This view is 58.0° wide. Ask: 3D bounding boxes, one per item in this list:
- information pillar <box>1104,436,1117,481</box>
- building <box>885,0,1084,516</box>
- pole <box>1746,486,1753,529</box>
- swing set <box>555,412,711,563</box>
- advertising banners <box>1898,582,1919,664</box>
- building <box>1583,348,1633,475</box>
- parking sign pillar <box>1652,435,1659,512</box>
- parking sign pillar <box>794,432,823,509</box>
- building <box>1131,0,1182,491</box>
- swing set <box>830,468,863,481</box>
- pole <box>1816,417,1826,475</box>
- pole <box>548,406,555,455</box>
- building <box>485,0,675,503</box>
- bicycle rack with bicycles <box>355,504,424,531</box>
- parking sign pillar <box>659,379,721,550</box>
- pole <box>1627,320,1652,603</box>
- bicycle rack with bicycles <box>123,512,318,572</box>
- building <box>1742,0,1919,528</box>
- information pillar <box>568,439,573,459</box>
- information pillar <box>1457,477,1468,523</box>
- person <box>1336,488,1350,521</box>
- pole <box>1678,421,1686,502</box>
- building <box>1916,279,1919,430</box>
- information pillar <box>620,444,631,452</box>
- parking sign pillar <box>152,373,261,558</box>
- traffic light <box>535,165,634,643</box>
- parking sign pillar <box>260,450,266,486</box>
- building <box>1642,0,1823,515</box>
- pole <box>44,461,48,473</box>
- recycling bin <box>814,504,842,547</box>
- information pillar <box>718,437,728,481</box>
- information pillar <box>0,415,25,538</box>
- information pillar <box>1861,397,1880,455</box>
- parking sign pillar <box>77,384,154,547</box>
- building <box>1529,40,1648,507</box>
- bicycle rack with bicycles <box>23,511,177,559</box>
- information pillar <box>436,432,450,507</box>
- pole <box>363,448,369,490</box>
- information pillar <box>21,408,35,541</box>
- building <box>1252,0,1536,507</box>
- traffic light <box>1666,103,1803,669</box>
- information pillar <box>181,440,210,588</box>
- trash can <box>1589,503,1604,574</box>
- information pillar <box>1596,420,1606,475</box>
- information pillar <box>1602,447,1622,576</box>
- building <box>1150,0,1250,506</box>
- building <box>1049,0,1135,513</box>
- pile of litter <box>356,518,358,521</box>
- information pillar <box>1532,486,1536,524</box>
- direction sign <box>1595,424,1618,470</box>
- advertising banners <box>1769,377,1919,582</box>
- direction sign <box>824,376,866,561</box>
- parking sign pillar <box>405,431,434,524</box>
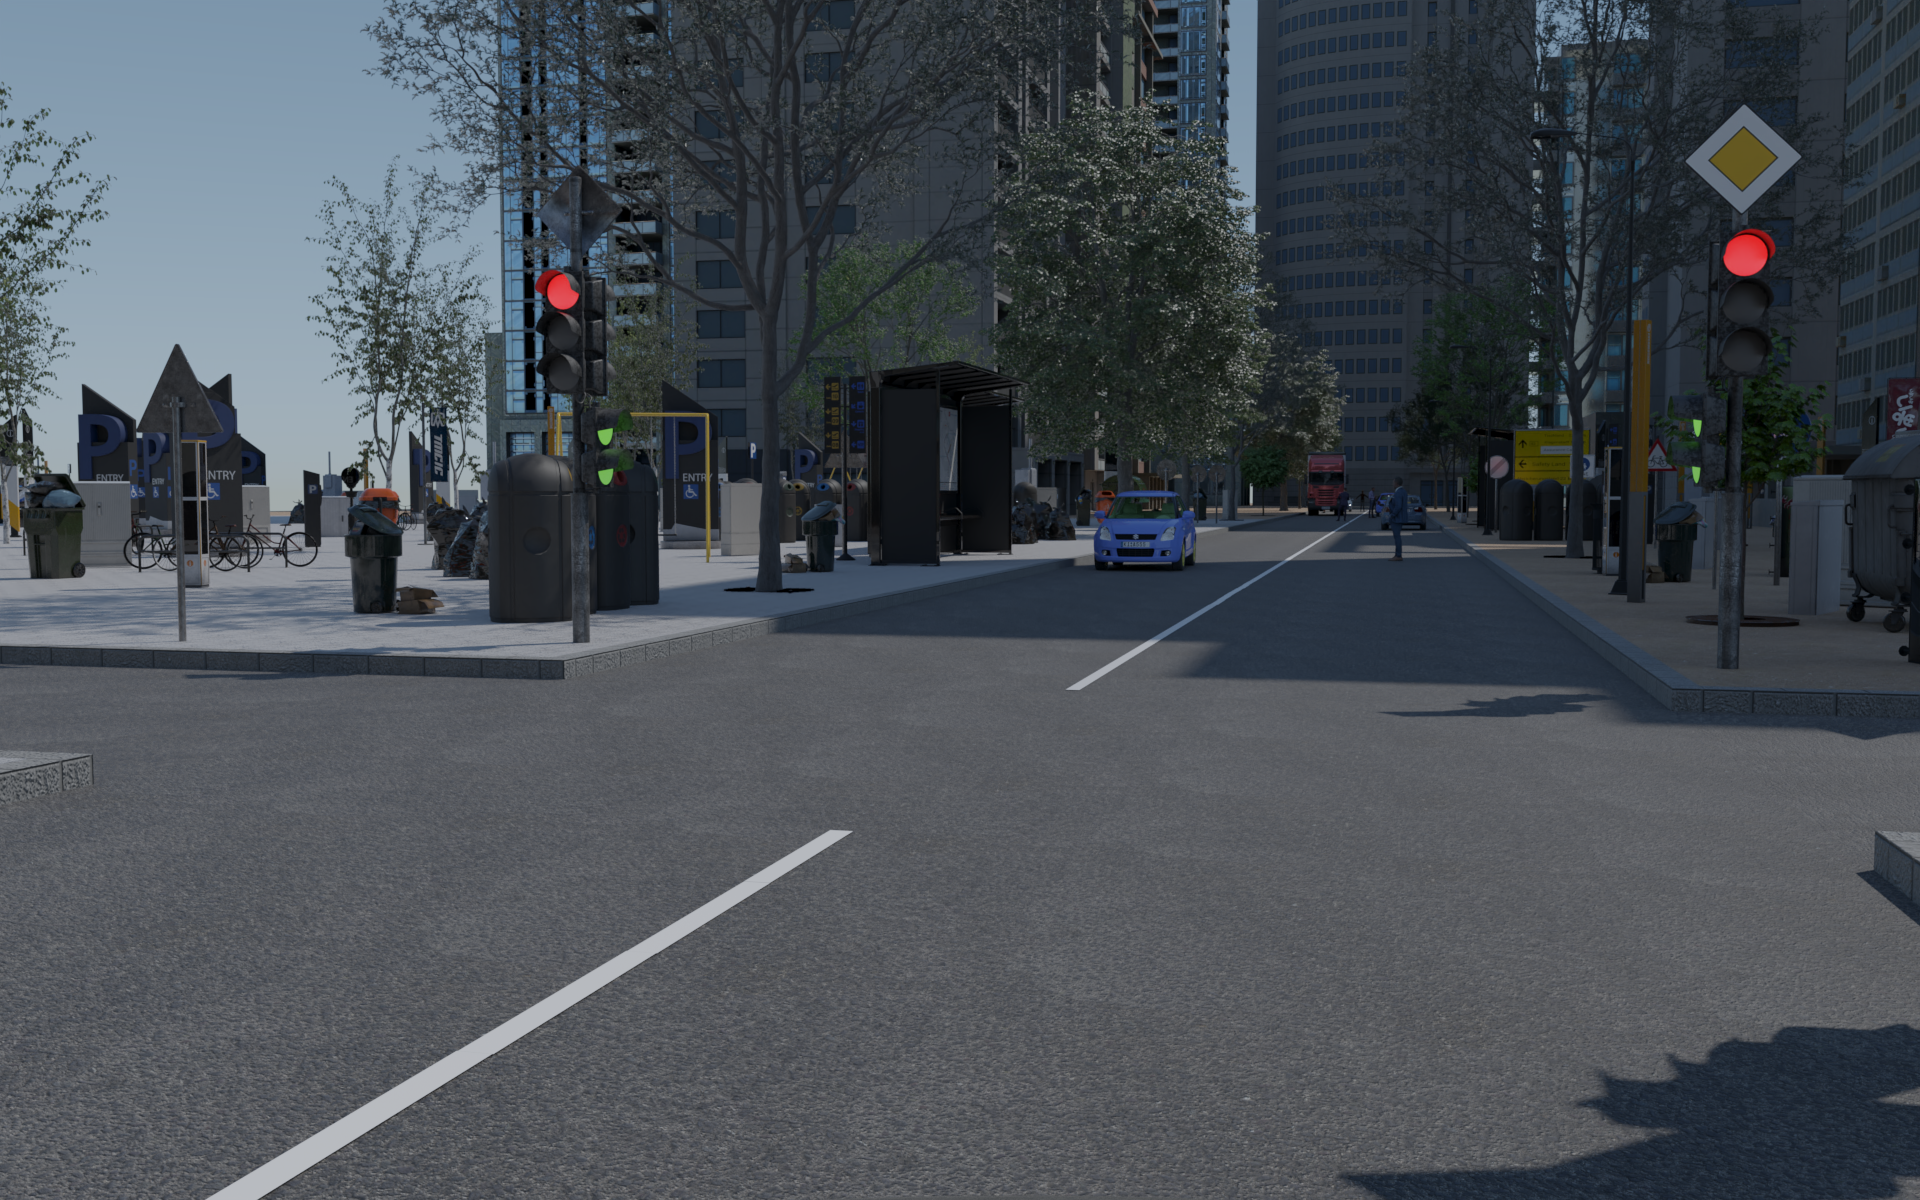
[{"bbox_3d":[5.473,-4.380,62.964,0.504,3.616,0.183,-1,4,-13],"label":"information pillar"},{"bbox_3d":[-3.442,-40.576,101.671,20.563,71.187,20.611,1,4,14],"label":"building"},{"bbox_3d":[29.093,-4.276,63.751,0.158,3.312,0.155,0,3,0],"label":"pole"},{"bbox_3d":[-6.415,-2.191,33.442,3.119,2.851,2.862,0,4,-8],"label":"swing set"},{"bbox_3d":[7.293,-0.978,12.170,0.090,3.025,2.074,0,4,-3],"label":"advertising banners"},{"bbox_3d":[59.467,-49.749,126.072,22.319,86.520,31.000,1,4,14],"label":"building"},{"bbox_3d":[31.396,-5.566,79.470,1.447,3.967,1.447,-1,4,-23],"label":"parking sign pillar"},{"bbox_3d":[-6.557,-5.295,75.045,1.447,3.967,1.447,3,4,37],"label":"parking sign pillar"},{"bbox_3d":[3.313,-30.078,146.406,28.867,44.769,22.147,1,4,14],"label":"building"},{"bbox_3d":[-4.893,-4.967,78.829,2.862,2.851,3.119,1,4,23],"label":"swing set"},{"bbox_3d":[22.711,-3.173,45.722,0.158,3.312,0.155,0,3,0],"label":"pole"},{"bbox_3d":[-9.514,-2.846,40.378,0.158,3.312,0.155,0,3,0],"label":"pole"},{"bbox_3d":[-26.017,-51.288,151.226,31.000,86.520,22.319,1,4,14],"label":"building"},{"bbox_3d":[-20.228,-2.958,61.737,2.925,0.926,2.852,3,5,44],"label":"bicycle rack with bicycles"},{"bbox_3d":[-6.322,-3.191,40.644,1.447,3.967,1.447,0,4,-7],"label":"parking sign pillar"},{"bbox_3d":[8.003,-1.624,20.400,0.158,3.312,0.155,0,3,0],"label":"pole"},{"bbox_3d":[-12.741,-0.977,29.360,2.925,0.926,2.852,0,4,-1],"label":"bicycle rack with bicycles"},{"bbox_3d":[46.946,-22.666,62.474,32.217,40.220,23.993,1,4,14],"label":"building"},{"bbox_3d":[-15.613,-4.799,69.819,0.504,3.616,0.183,3,5,43],"label":"information pillar"},{"bbox_3d":[22.029,-4.370,75.946,0.304,2.012,0.304,-2,4,-24],"label":"information pillar"},{"bbox_3d":[20.212,-5.048,91.478,0.683,1.767,0.568,0,4,2],"label":"person"},{"bbox_3d":[20.297,-3.357,48.731,0.158,3.312,0.155,0,3,0],"label":"pole"},{"bbox_3d":[31.451,-23.744,38.318,14.600,45.320,14.200,1,4,14],"label":"building"},{"bbox_3d":[-15.189,-5.336,78.598,0.504,3.616,0.183,0,4,-6],"label":"information pillar"},{"bbox_3d":[-15.431,-2.873,35.453,1.447,3.967,1.447,3,5,44],"label":"parking sign pillar"},{"bbox_3d":[-3.256,-1.586,14.846,0.839,4.253,0.868,1,4,14],"label":"traffic light"},{"bbox_3d":[-32.145,-5.506,78.496,1.447,3.967,1.447,1,4,11],"label":"parking sign pillar"},{"bbox_3d":[50.572,-34.048,98.688,21.231,58.520,28.212,1,4,14],"label":"building"},{"bbox_3d":[-55.821,-6.851,105.864,0.158,3.312,0.155,0,3,0],"label":"pole"},{"bbox_3d":[-3.168,-1.805,42.072,0.722,1.027,0.722,0,4,-5],"label":"recycling bin"},{"bbox_3d":[-9.652,-4.850,70.645,0.504,3.616,0.183,3,5,39],"label":"information pillar"},{"bbox_3d":[-28.018,-3.652,51.068,0.504,3.616,0.183,0,4,-7],"label":"information pillar"},{"bbox_3d":[22.096,-3.102,42.071,0.183,3.616,0.504,-1,4,-12],"label":"information pillar"},{"bbox_3d":[-20.789,-3.289,42.246,1.447,3.967,1.447,0,4,5],"label":"parking sign pillar"},{"bbox_3d":[75.171,-34.379,181.710,30.456,49.044,23.786,1,4,14],"label":"building"},{"bbox_3d":[-18.332,-1.439,36.906,2.852,0.926,2.925,0,4,7],"label":"bicycle rack with bicycles"},{"bbox_3d":[-18.235,-4.268,61.131,0.504,3.616,0.183,-1,4,-12],"label":"information pillar"},{"bbox_3d":[-26.461,-5.097,77.185,0.158,3.312,0.155,0,3,0],"label":"pole"},{"bbox_3d":[-25.530,-3.433,47.486,0.183,3.616,0.504,0,4,-6],"label":"information pillar"},{"bbox_3d":[46.461,-39.482,187.524,28.212,58.520,21.231,1,4,14],"label":"building"},{"bbox_3d":[5.633,-1.450,12.633,0.839,4.253,0.868,1,4,14],"label":"traffic light"},{"bbox_3d":[-10.506,-1.176,23.723,0.304,2.012,0.304,0,4,-3],"label":"information pillar"},{"bbox_3d":[10.473,-0.987,27.786,0.748,1.137,0.748,0,3,0],"label":"trash can"},{"bbox_3d":[20.295,-3.887,54.907,0.183,3.616,0.504,3,5,44],"label":"information pillar"},{"bbox_3d":[10.262,-1.384,27.124,0.304,2.012,0.304,1,4,10],"label":"information pillar"},{"bbox_3d":[17.002,-53.920,194.261,31.000,86.520,22.319,1,4,14],"label":"building"},{"bbox_3d":[4.012,-26.683,119.864,14.154,41.232,14.086,1,4,14],"label":"building"},{"bbox_3d":[-19.468,-2.578,56.111,1.176,0.858,1.719,1,4,16],"label":"pile of litter"},{"bbox_3d":[20.584,-4.341,62.325,0.504,3.616,0.183,-2,4,-33],"label":"information pillar"},{"bbox_3d":[20.878,-3.914,55.985,0.379,3.537,0.876,-2,4,-29],"label":"direction sign"},{"bbox_3d":[13.462,-1.842,26.298,2.074,3.025,0.090,1,4,20],"label":"advertising banners"},{"bbox_3d":[-2.211,-2.533,33.412,0.876,3.537,0.379,1,4,21],"label":"direction sign"},{"bbox_3d":[-23.218,-5.272,74.667,1.447,3.967,1.447,1,4,11],"label":"parking sign pillar"}]
